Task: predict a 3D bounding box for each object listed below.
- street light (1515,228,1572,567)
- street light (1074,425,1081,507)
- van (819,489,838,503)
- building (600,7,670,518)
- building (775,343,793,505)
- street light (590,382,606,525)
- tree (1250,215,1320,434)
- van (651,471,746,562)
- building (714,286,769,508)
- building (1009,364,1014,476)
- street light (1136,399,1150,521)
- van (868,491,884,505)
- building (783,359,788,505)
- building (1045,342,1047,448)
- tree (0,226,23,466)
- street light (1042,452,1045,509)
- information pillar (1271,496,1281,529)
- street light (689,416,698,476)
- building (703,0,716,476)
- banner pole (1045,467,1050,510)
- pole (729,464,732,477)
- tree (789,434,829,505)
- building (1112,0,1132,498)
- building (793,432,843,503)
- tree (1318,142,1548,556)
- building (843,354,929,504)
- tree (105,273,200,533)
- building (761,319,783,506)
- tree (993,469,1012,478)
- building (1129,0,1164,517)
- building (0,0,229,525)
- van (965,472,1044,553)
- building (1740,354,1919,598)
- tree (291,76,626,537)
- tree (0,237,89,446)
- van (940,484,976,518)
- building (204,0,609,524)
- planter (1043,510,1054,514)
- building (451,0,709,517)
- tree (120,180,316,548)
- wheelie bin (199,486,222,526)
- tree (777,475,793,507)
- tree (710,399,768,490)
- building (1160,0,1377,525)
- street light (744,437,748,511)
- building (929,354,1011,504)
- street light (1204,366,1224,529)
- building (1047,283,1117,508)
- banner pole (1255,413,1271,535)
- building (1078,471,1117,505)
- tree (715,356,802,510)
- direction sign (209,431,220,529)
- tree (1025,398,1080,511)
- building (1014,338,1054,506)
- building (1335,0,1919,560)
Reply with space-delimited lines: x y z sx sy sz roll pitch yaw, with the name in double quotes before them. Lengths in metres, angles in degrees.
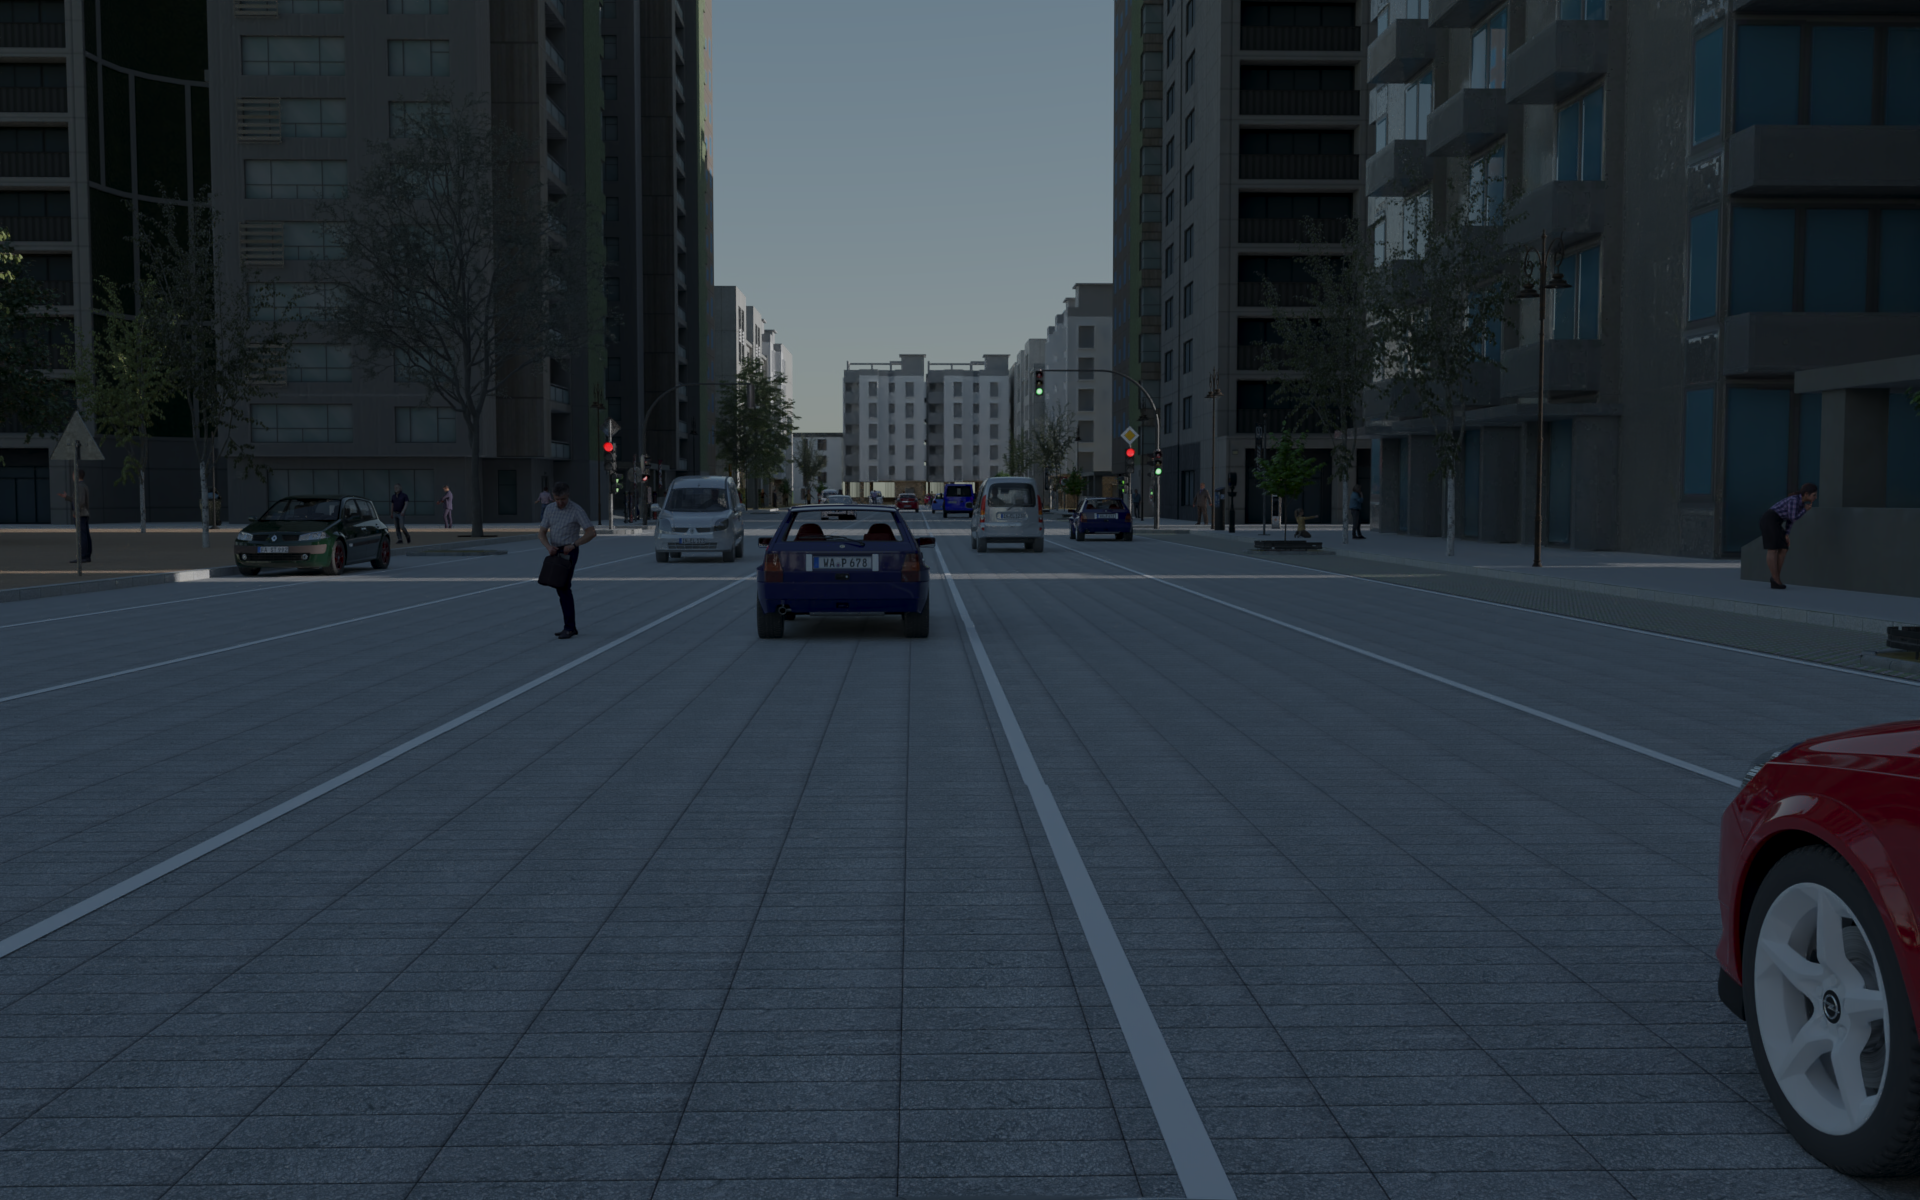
"street light" 10.176 -3.521 30.355 0.468 5.910 1.993 0 4 -2
"street light" 7.792 -8.670 114.545 0.468 5.910 1.993 0 4 -2
"van" -11.556 -9.003 154.214 2.013 2.044 4.112 0 4 -3
"building" -33.422 -24.789 97.186 32.217 40.220 23.993 0 4 -2
"building" -36.791 -21.097 211.401 31.486 18.905 16.747 0 4 -2
"street light" -14.873 -6.026 71.319 0.468 5.910 1.993 0 4 -2
"tree" 9.712 -5.755 44.464 4.360 8.622 3.978 0 3 0
"van" -5.638 -1.876 37.678 2.013 2.044 4.112 0 4 -3
"building" -27.734 -18.117 162.677 16.747 18.905 31.486 0 4 -2
"building" 22.870 -22.896 240.803 31.486 18.905 16.747 0 4 -2
"street light" 8.740 -6.734 82.881 0.468 5.910 1.993 0 4 -2
"van" -10.225 -12.440 210.401 2.013 2.044 4.112 0 4 -3
"building" -27.751 -20.811 196.671 16.016 20.091 11.380 0 4 -2
"building" 16.600 -19.326 172.403 16.016 20.091 11.380 0 4 -2
"tree" -16.871 -4.713 27.420 4.737 8.622 4.395 0 3 0
"street light" 7.073 -10.607 146.216 0.468 5.910 1.993 0 4 -2
"information pillar" 11.728 -3.652 64.203 0.304 2.012 0.304 1 4 19
"street light" -15.812 -7.963 102.984 0.468 5.910 1.993 0 4 -2
"building" -26.284 -29.372 130.349 14.600 45.320 14.200 0 4 -2
"banner pole" 7.104 -9.154 139.681 0.401 3.779 0.863 3 5 44
"pole" -15.682 -7.612 118.295 0.158 3.312 0.155 0 3 0
"tree" -19.322 -16.702 223.441 4.360 8.622 3.978 0 3 0
"building" 17.855 -28.427 114.897 14.600 45.320 14.200 0 4 -2
"building" -30.035 -18.000 236.443 28.070 9.664 9.099 0 4 -2
"tree" 9.918 -5.214 35.613 4.360 8.622 3.978 0 3 0
"building" -10.412 -23.476 240.248 11.380 20.091 16.016 0 4 -2
"tree" -27.267 -6.523 57.009 4.737 8.622 4.395 0 3 0
"building" -27.616 -20.066 184.494 16.016 20.091 11.380 0 4 -2
"tree" 5.515 -14.703 224.109 4.285 4.588 4.351 0 3 0
"building" 16.723 -25.521 100.871 14.154 41.232 14.086 0 4 -2
"building" -41.963 -39.266 80.253 20.611 71.187 20.563 0 4 -2
"van" 1.170 -2.254 43.861 2.013 2.044 4.112 0 4 -2
"building" 28.009 -19.964 18.293 32.217 40.220 23.993 0 4 -2
"tree" -14.548 -8.631 51.480 12.009 13.543 11.850 0 3 0
"tree" -27.558 -7.766 43.986 9.611 12.733 9.660 0 3 0
"van" -0.102 -6.164 105.172 2.240 2.365 5.245 0 4 -1
"building" -24.374 -24.146 78.383 14.154 41.232 14.086 0 4 -2
"planter" 5.639 -6.243 123.217 1.991 0.319 1.994 0 4 -2
"building" -24.862 -26.471 116.390 14.154 41.232 14.086 0 4 -2
"tree" -17.903 -5.557 41.221 4.360 8.622 3.978 0 3 0
"wheelie bin" -30.230 -3.789 69.857 0.980 1.594 0.693 2 4 31
"tree" -17.689 -11.138 176.699 1.663 3.219 1.824 0 3 0
"tree" -16.583 -10.993 130.096 4.360 8.622 3.978 0 3 0
"building" 21.188 -39.313 81.024 20.611 71.187 20.563 0 4 -2
"street light" -16.613 -9.900 134.652 0.468 5.910 1.993 0 4 -2
"building" 0.965 -23.492 240.514 11.380 20.091 16.016 0 4 -2
"street light" 9.198 -5.508 62.849 0.468 5.910 1.993 0 4 -2
"building" 16.784 -18.632 161.045 16.016 20.091 11.380 0 4 -2
"banner pole" 9.320 -3.889 53.609 0.401 3.779 0.863 3 5 39
"building" 26.007 -27.083 134.682 32.217 40.220 23.993 0 4 -2
"tree" -16.951 -13.758 143.077 7.486 12.596 7.792 0 3 0
"direction sign" -27.197 -4.348 63.089 0.379 3.537 0.876 -2 4 -24
"tree" 7.206 -11.107 131.956 4.360 8.622 3.978 0 3 0
"building" 16.002 -20.738 205.517 16.747 18.905 31.486 0 4 -2
"building" 23.952 -26.051 45.546 23.786 49.044 30.456 0 4 -2
